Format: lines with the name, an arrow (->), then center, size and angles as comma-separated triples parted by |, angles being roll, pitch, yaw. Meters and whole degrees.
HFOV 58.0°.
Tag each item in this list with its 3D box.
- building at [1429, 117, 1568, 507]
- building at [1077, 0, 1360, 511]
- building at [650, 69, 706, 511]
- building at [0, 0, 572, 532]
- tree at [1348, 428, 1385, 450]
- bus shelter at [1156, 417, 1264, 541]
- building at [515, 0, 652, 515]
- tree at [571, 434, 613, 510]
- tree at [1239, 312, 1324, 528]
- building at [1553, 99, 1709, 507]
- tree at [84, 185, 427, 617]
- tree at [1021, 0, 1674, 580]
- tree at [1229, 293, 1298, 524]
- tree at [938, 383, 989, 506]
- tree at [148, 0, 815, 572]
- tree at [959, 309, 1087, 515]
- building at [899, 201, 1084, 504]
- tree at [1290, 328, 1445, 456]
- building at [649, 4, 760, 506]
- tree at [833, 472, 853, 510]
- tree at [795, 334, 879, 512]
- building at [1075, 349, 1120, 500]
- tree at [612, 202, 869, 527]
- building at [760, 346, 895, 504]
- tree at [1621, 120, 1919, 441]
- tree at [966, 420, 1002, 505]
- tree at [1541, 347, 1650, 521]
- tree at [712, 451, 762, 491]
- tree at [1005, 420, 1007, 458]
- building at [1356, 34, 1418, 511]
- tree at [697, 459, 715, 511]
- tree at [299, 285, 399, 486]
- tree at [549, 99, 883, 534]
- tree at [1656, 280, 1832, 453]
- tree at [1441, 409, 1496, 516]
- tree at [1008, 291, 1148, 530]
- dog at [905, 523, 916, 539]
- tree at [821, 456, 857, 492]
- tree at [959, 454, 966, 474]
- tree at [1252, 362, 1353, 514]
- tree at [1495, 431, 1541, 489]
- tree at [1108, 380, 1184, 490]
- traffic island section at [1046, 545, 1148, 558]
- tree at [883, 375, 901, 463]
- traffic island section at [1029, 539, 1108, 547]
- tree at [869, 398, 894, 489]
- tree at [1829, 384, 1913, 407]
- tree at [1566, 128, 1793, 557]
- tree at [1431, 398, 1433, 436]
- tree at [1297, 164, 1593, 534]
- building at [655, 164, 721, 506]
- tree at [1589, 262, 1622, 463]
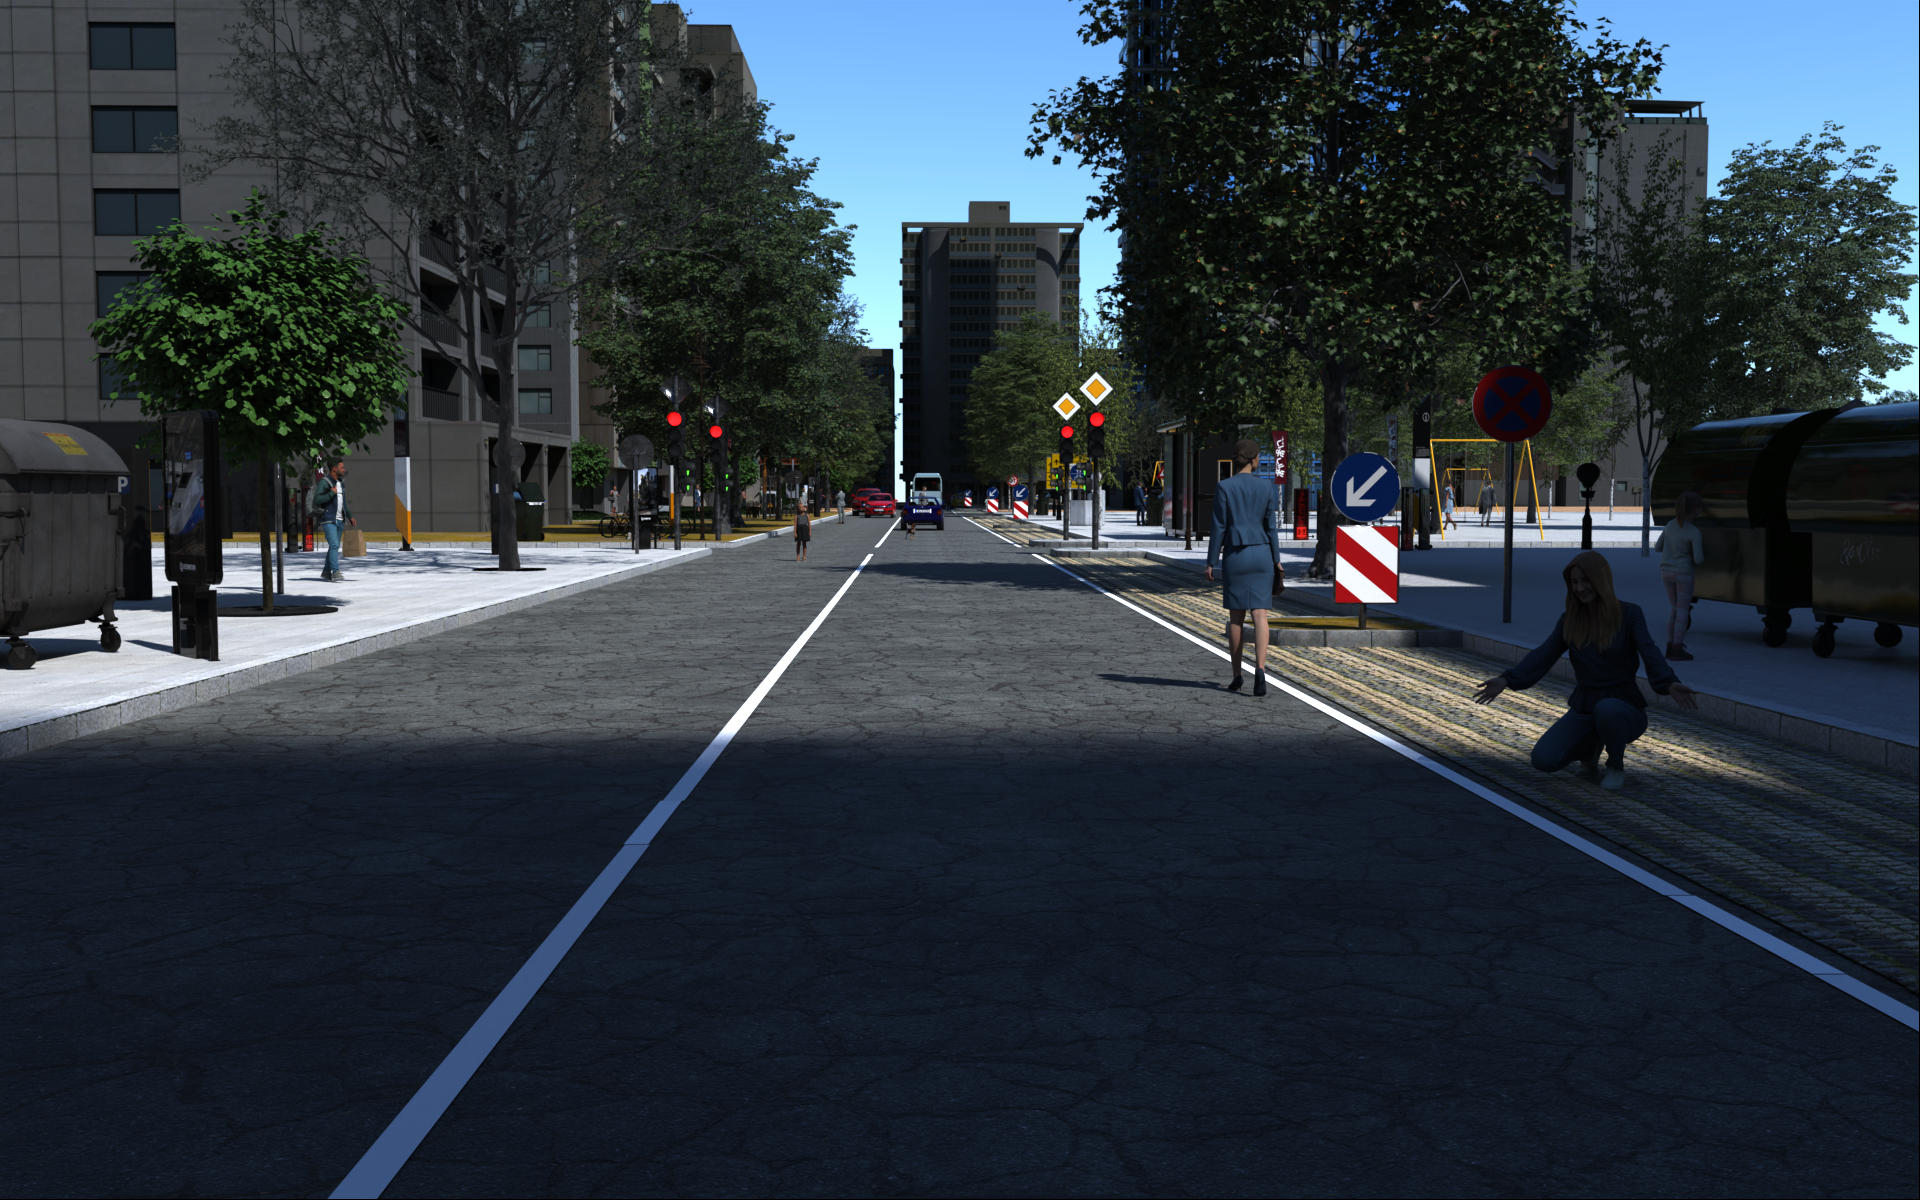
building -> 53.769, -32.534, 182.046 | 14.200, 45.320, 14.600 | 0, 4, -1
building -> 24.274, -52.521, 171.389 | 22.319, 86.520, 31.000 | 0, 4, -1
building -> -36.768, -27.019, 133.642 | 32.217, 40.220, 23.993 | 0, 4, -1
building -> -26.427, -38.398, 66.053 | 20.563, 71.187, 20.611 | 0, 4, -1
tree -> 27.587, -10.395, 120.324 | 4.360, 8.622, 3.978 | 0, 3, 0
bus shelter -> 7.075, -4.491, 51.063 | 2.179, 5.291, 8.768 | 0, 4, -1
building -> -27.090, -25.913, 107.275 | 14.154, 41.232, 14.086 | 0, 4, -1
tree -> -20.677, -6.796, 94.830 | 4.285, 4.588, 4.351 | 0, 3, 0
tree -> 11.870, -6.969, 64.312 | 4.737, 8.622, 4.395 | 0, 3, 0
building -> 68.561, -30.519, 182.582 | 14.086, 41.232, 14.154 | 0, 4, -1
tree -> -7.546, -2.139, 18.691 | 4.285, 4.588, 4.351 | 0, 3, 0
tree -> 5.726, -6.681, 26.240 | 9.611, 12.733, 9.660 | 0, 3, 0
tree -> 13.734, -9.524, 73.843 | 7.486, 12.596, 7.792 | 0, 3, 0
tree -> 2.576, -17.058, 189.275 | 12.009, 13.543, 11.850 | 0, 3, 0
tree -> -7.679, -7.226, 28.511 | 12.009, 13.543, 11.850 | 0, 3, 0
tree -> 4.717, -11.506, 106.255 | 7.486, 12.596, 7.792 | 0, 3, 0
building -> 3.884, -33.068, 232.544 | 23.993, 40.220, 32.217 | 0, 4, -1
tree -> 19.918, -10.887, 88.375 | 12.009, 13.543, 11.850 | 0, 3, 0
building -> -32.114, -33.841, 177.000 | 21.600, 48.544, 21.300 | 0, 4, -1
tree -> -9.448, -9.089, 143.199 | 1.663, 3.219, 1.824 | 0, 3, 0
tree -> -9.763, -12.456, 121.779 | 7.486, 12.596, 7.792 | 0, 3, 0
building -> 30.773, -23.660, 231.877 | 28.899, 21.520, 27.650 | 0, 4, -1
tree -> -8.607, -9.158, 66.738 | 9.611, 12.733, 9.660 | 0, 3, 0
building -> -23.345, -23.605, 230.975 | 28.899, 21.520, 27.650 | 0, 4, -1
tree -> 28.183, -9.404, 60.409 | 9.857, 13.997, 8.962 | 0, 3, 0
tree -> 3.655, -11.009, 130.361 | 4.737, 8.622, 4.395 | 0, 3, 0
tree -> 31.445, -8.171, 83.961 | 4.360, 8.622, 3.978 | 0, 3, 0
tree -> -14.738, -7.997, 114.456 | 4.285, 4.588, 4.351 | 0, 3, 0
tree -> 5.393, -8.017, 81.437 | 4.737, 8.622, 4.395 | 0, 3, 0
building -> 25.177, -50.627, 140.419 | 22.319, 86.520, 31.000 | 0, 4, -1
tree -> -13.586, -6.049, 93.503 | 1.663, 3.219, 1.824 | 0, 3, 0
tree -> -19.475, -6.300, 53.366 | 4.360, 8.622, 3.978 | 0, 3, 0
tree -> -7.787, -9.095, 55.361 | 9.857, 13.997, 8.962 | 0, 3, 0
tree -> 51.148, -12.852, 111.945 | 13.155, 14.587, 18.604 | -1, 4, -17
tree -> 31.160, -9.293, 102.299 | 4.360, 8.622, 3.978 | 0, 3, 0
tree -> 4.814, -6.818, 61.830 | 4.737, 8.622, 4.395 | 0, 3, 0
dog -> -1.553, -2.190, 55.098 | 0.540, 0.507, 0.406 | 2, 4, 27
tree -> -10.367, -10.068, 148.321 | 4.285, 4.588, 4.351 | 0, 3, 0
tree -> 1.858, -15.151, 198.086 | 4.737, 8.622, 4.395 | 0, 3, 0
tree -> 22.338, -11.405, 112.228 | 9.928, 11.665, 9.643 | 0, 3, 0
tree -> 30.730, -8.584, 90.711 | 4.360, 8.622, 3.978 | 0, 3, 0
tree -> 10.133, -8.398, 87.669 | 4.360, 8.622, 3.978 | 0, 3, 0
traffic island section -> 3.141, -1.081, 39.954 | 2.009, 0.180, 2.903 | 0, 4, -1
tree -> -10.029, -15.431, 158.956 | 9.857, 13.997, 8.962 | 0, 3, 0
traffic island section -> 2.955, -1.569, 47.937 | 2.009, 0.180, 2.903 | 0, 4, -1
tree -> -11.144, -15.831, 175.837 | 9.611, 12.733, 9.660 | 0, 3, 0
tree -> 52.454, -7.816, 90.701 | 20.602, 7.101, 11.467 | 0, 4, 8
tree -> 14.148, -5.184, 35.113 | 4.737, 8.622, 4.395 | 0, 3, 0
tree -> 31.171, -9.861, 111.594 | 4.360, 8.622, 3.978 | 0, 3, 0
tree -> 15.180, -8.403, 55.512 | 7.486, 12.596, 7.792 | 0, 3, 0
building -> -28.536, -23.330, 153.151 | 14.160, 30.474, 14.107 | 0, 4, -1
tree -> 24.699, -9.630, 75.572 | 7.486, 12.596, 7.792 | 0, 3, 0
